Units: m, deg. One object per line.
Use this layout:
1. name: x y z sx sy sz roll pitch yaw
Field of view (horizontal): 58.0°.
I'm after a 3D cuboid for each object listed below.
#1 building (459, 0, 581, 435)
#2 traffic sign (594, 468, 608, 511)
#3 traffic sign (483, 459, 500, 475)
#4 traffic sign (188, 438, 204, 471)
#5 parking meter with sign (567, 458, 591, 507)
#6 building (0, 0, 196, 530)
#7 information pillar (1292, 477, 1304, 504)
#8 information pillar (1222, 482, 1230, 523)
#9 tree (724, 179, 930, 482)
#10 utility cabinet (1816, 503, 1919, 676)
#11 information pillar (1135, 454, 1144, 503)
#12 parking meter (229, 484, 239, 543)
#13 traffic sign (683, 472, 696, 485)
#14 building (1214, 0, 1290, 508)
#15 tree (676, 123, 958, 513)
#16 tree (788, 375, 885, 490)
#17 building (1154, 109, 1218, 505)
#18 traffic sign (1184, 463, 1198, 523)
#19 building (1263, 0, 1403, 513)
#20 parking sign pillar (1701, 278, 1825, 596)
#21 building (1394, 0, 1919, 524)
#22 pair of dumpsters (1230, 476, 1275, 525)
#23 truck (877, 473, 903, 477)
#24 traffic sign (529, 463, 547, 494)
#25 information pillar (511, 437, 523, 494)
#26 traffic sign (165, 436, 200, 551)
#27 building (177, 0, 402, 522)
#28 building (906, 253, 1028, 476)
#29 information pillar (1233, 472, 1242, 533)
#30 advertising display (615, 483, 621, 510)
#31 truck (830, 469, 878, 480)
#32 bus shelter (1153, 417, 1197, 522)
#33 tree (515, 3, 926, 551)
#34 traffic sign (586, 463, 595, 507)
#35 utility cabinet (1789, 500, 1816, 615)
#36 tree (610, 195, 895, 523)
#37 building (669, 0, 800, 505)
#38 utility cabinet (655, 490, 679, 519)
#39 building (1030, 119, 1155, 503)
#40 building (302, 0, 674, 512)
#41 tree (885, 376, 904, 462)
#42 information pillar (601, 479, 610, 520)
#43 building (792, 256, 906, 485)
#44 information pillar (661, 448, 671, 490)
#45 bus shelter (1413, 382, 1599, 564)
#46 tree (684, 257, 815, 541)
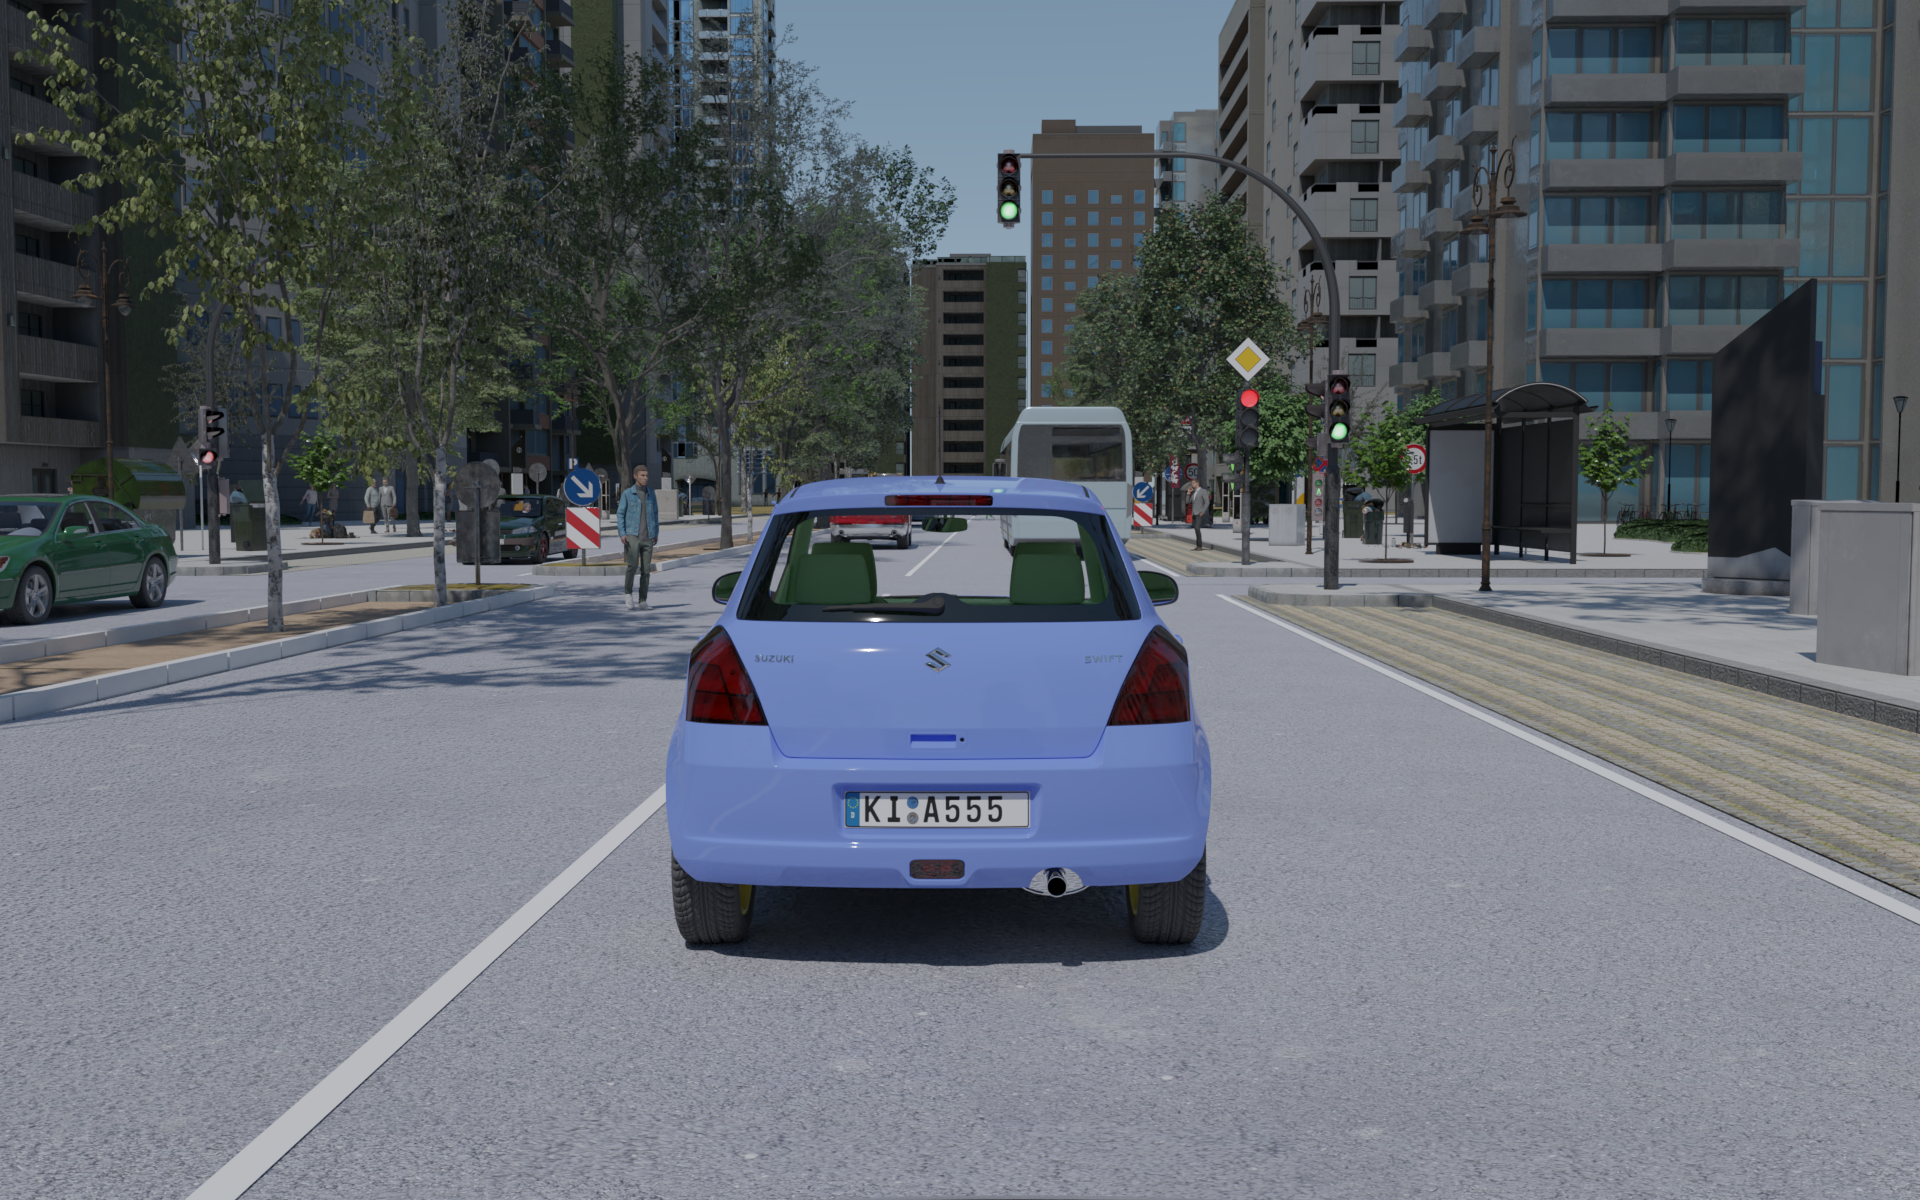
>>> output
1. building: -39.575 -28.556 121.518 22.147 44.769 28.867 0 4 1
2. traffic sign: -17.740 -5.215 85.366 0.768 2.556 0.104 1 4 10
3. traffic sign: -17.038 -3.830 62.731 0.768 2.556 0.104 1 4 10
4. traffic sign: -17.392 -2.444 39.699 0.795 2.593 0.064 0 4 3
5. parking meter with sign: -18.248 -5.317 83.196 0.543 3.016 1.738 -3 4 -36
6. building: -35.431 -17.414 56.413 14.160 30.474 14.107 0 4 1
7. information pillar: 11.481 -4.128 58.841 0.183 3.616 0.504 -3 4 -36
8. information pillar: 12.025 -4.508 78.205 0.304 2.012 0.304 1 4 20
9. tree: -5.625 -9.893 70.857 9.857 13.997 8.962 0 3 0
10. utility cabinet: 6.733 -0.093 12.679 0.306 1.237 1.020 -1 4 -9
11. information pillar: 8.654 -5.633 83.453 0.504 3.616 0.183 3 5 41
12. parking meter: -19.082 -2.284 45.758 0.372 1.533 0.369 0 3 0
13. traffic sign: -15.792 -6.205 101.190 0.795 2.593 0.064 0 4 7
14. building: 35.124 -32.561 156.071 21.300 48.544 21.600 0 4 1
15. tree: -6.822 -14.020 87.573 12.611 20.169 13.585 0 3 0
16. tree: -5.660 -7.670 78.217 4.360 8.622 3.978 0 3 0
17. building: 38.194 -36.432 215.273 30.456 49.044 23.786 0 4 1
18. traffic sign: 9.516 -4.316 70.678 0.768 2.556 0.104 0 4 3
19. building: 38.443 -33.157 131.361 28.713 52.752 27.495 0 4 1
20. parking sign pillar: 10.400 -2.072 22.342 1.447 3.967 1.447 -3 4 -36
21. building: 34.209 -28.455 84.854 23.786 49.044 30.456 0 4 1
22. pair of dumpsters: 12.575 -4.362 73.811 1.574 2.255 4.437 0 4 1
23. truck: -6.639 -10.265 163.761 3.469 3.379 9.791 0 4 1
24. traffic sign: -17.199 -4.307 70.524 0.768 2.556 0.104 0 4 8
25. information pillar: -17.972 -4.831 70.340 0.183 3.616 0.504 3 5 43
26. traffic sign: -17.550 -2.385 38.998 0.884 2.594 0.081 0 4 4
27. building: -39.293 -33.196 84.756 21.231 58.520 28.212 0 4 1
28. building: 1.124 -26.868 210.996 14.107 30.474 14.160 0 4 1
29. information pillar: 9.172 -3.208 56.945 0.304 2.012 0.304 2 4 35
30. advertising display: -19.101 -5.606 96.877 0.123 1.923 0.974 -1 4 -23
31. truck: -7.985 -8.473 134.455 3.469 3.379 9.791 0 4 1
32. bus shelter: 10.520 -6.547 84.676 2.179 5.291 8.768 0 4 1
33. tree: -5.904 -7.993 43.506 12.009 13.543 11.850 0 3 0
34. traffic sign: -15.397 -4.395 71.854 0.884 2.594 0.081 0 4 2
35. utility cabinet: 9.405 -0.451 18.541 1.020 1.237 0.306 -1 4 -18
36. tree: -5.981 -8.026 59.444 9.928 11.665 9.643 0 3 0
37. building: -35.712 -55.160 214.529 31.000 86.520 22.319 0 4 1
38. utility cabinet: -14.697 -4.772 86.701 1.173 1.500 0.318 1 4 11
39. building: 15.745 -34.259 210.245 14.200 45.320 14.600 0 4 1
40. building: -41.086 -37.644 157.472 28.212 58.520 21.231 0 4 1
41. tree: -4.886 -8.832 97.226 4.360 8.622 3.978 0 3 0
42. information pillar: -17.753 -5.030 86.738 0.304 2.012 0.304 1 4 21
43. building: -13.261 -26.895 211.433 14.107 30.474 14.160 0 4 1
44. information pillar: -14.851 -5.883 87.537 0.504 3.616 0.183 -2 4 -28
45. bus shelter: 10.542 -2.450 33.988 2.014 3.302 5.546 0 4 1
46. tree: -6.340 -6.074 52.124 4.737 8.622 4.395 0 3 0
